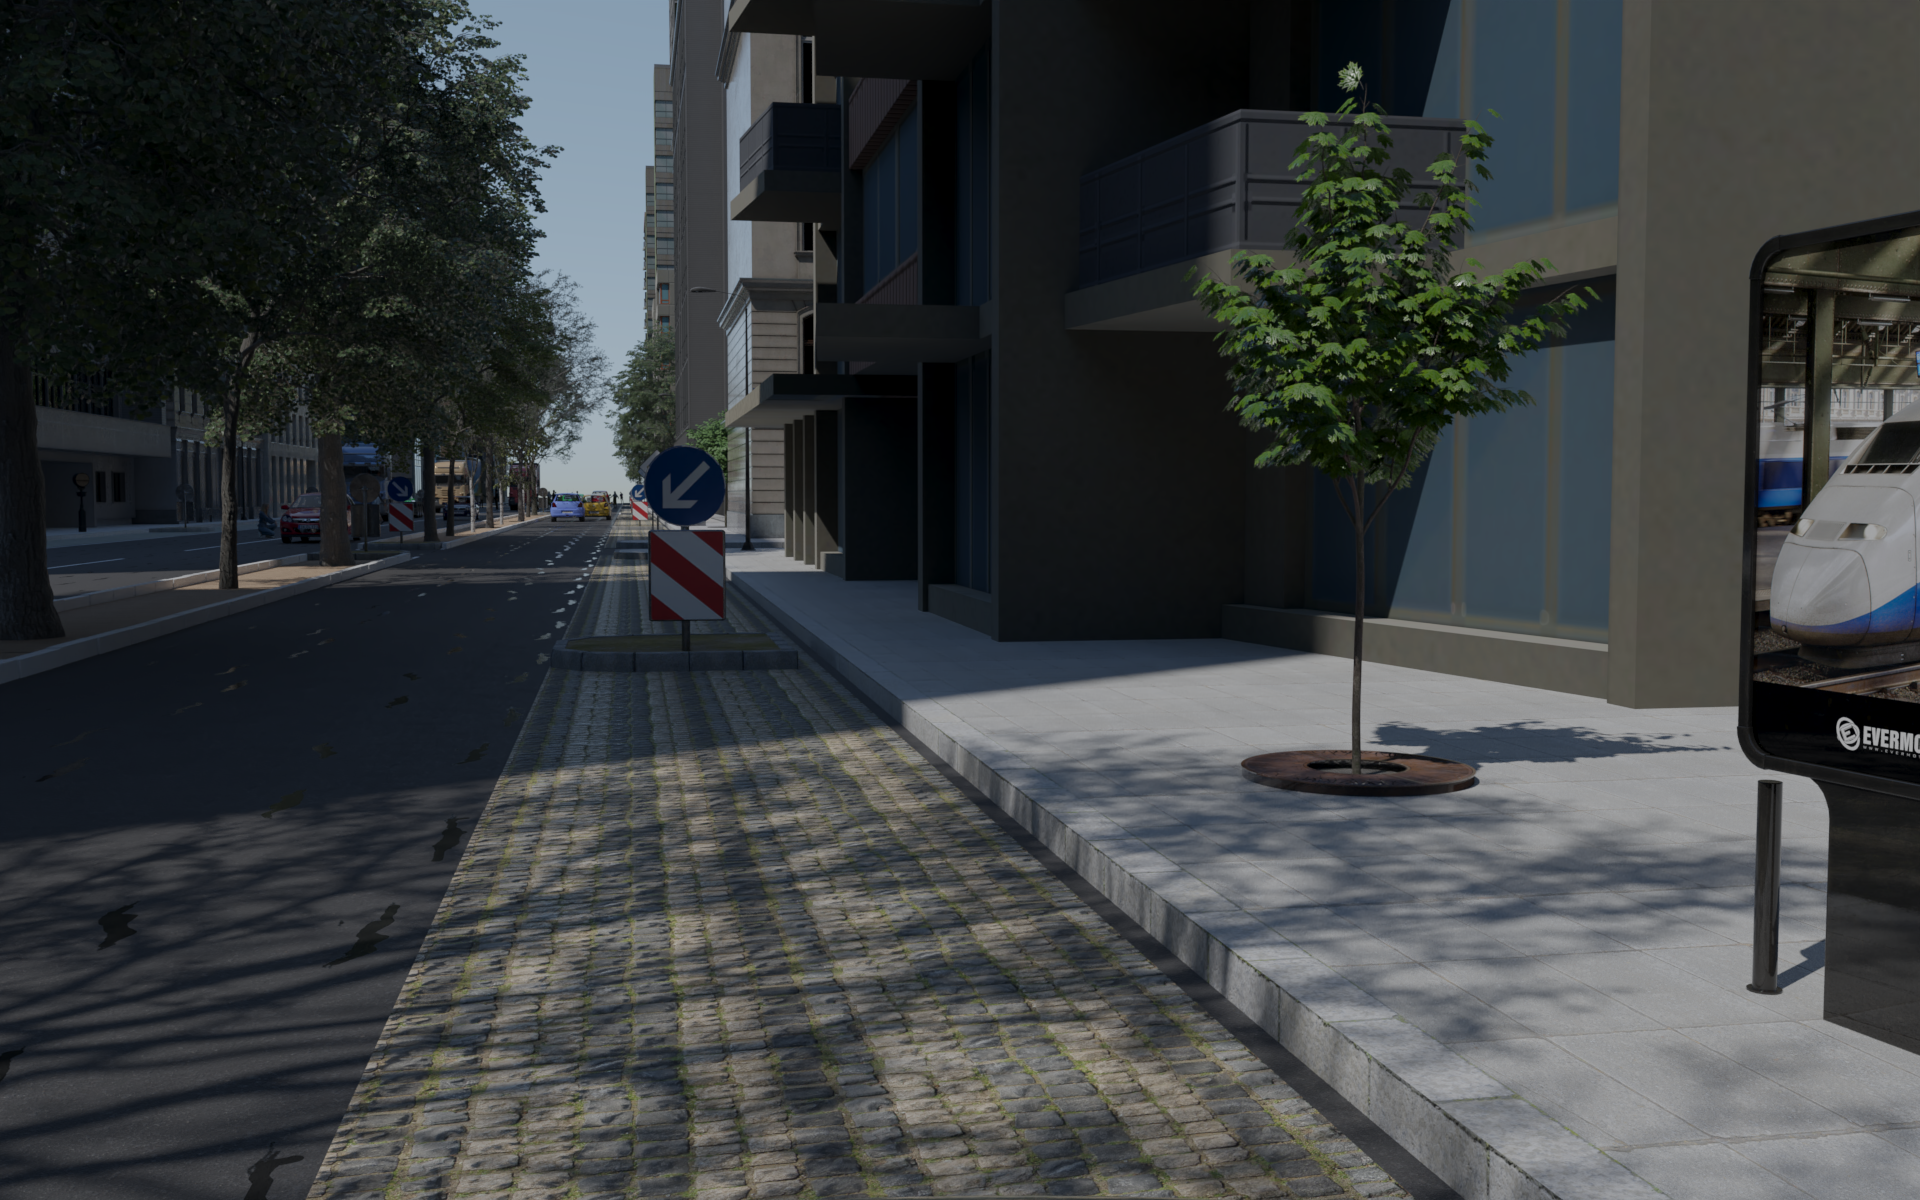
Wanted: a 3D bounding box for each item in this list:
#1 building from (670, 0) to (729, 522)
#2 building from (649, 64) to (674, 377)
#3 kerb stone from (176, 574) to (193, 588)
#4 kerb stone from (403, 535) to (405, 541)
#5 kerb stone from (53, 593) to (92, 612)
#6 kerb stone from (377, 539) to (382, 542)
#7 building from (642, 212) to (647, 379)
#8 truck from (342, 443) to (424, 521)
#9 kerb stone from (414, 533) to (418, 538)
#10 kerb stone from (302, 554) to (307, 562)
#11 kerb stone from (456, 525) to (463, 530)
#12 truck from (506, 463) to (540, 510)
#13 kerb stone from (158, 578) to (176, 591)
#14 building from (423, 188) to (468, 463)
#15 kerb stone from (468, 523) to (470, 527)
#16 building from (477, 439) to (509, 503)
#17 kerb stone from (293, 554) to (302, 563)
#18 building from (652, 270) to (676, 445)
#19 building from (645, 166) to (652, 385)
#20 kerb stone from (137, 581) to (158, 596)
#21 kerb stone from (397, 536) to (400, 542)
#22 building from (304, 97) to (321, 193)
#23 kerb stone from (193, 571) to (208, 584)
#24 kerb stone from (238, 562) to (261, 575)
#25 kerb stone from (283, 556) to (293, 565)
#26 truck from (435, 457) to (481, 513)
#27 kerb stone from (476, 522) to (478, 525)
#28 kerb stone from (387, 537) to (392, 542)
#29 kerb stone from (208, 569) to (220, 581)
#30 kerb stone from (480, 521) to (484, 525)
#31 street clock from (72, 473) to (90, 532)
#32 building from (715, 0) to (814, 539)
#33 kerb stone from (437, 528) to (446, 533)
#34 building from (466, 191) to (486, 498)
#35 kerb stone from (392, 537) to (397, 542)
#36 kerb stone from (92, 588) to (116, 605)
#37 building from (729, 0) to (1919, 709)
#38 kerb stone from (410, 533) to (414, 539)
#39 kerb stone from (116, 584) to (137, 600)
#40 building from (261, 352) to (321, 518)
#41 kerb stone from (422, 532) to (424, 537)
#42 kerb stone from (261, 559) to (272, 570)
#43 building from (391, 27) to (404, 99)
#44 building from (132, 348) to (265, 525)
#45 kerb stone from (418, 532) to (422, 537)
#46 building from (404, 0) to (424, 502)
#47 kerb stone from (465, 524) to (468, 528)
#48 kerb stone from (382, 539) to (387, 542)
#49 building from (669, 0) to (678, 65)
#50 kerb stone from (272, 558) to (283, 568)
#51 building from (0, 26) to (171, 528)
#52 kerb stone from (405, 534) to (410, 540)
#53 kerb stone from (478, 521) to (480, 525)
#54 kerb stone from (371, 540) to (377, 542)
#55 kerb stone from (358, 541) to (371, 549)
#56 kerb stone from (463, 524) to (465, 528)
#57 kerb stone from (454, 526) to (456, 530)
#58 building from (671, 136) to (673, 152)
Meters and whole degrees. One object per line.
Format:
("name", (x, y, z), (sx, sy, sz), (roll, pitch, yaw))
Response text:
("building", (-7.000, -17.959, 87.143), (14.314, 27.812, 24.014), (-1, 4, -11))
("building", (-22.722, -29.728, 169.641), (14.154, 41.232, 14.086), (-1, 4, -11))
("kerb stone", (-12.024, -0.264, 26.640), (0.120, 0.150, 1.000), (-1, 4, -11))
("kerb stone", (-16.961, -1.844, 52.339), (0.120, 0.150, 1.000), (-1, 4, -11))
("kerb stone", (-11.074, 0.048, 21.601), (0.120, 0.150, 1.000), (-1, 4, -11))
("kerb stone", (-15.996, -1.531, 47.305), (0.120, 0.150, 1.000), (-1, 4, -11))
("building", (-36.997, -37.300, 264.472), (22.147, 44.769, 28.867), (-1, 4, -11))
("truck", (-32.257, -6.544, 96.759), (2.967, 4.110, 18.799), (-1, 4, -11))
("kerb stone", (-17.534, -2.026, 55.367), (0.120, 0.150, 1.000), (-1, 4, -11))
("kerb stone", (-13.961, -0.888, 36.711), (0.120, 0.150, 1.000), (-1, 4, -11))
("kerb stone", (-20.435, -2.948, 70.472), (0.120, 0.150, 1.000), (-1, 4, -11))
("truck", (-39.363, -10.256, 156.604), (2.839, 4.237, 11.283), (-1, 4, -12))
("kerb stone", (-11.838, -0.209, 25.634), (0.120, 0.150, 1.000), (-1, 4, -11))
("building", (-66.156, -33.915, 204.614), (14.600, 45.320, 14.200), (-1, 4, -11))
("kerb stone", (-21.011, -3.135, 73.492), (0.120, 0.150, 1.000), (-1, 4, -11))
("building", (-81.511, -25.010, 253.945), (27.650, 21.520, 28.899), (-1, 4, -11))
("kerb stone", (-13.776, -0.826, 35.702), (0.120, 0.150, 1.000), (-1, 4, -11))
("building", (-12.424, -18.675, 150.368), (27.650, 21.520, 28.899), (-1, 4, -11))
("building", (-32.511, -32.761, 219.229), (14.154, 41.232, 14.086), (-1, 4, -11))
("kerb stone", (-11.643, -0.148, 24.621), (0.120, 0.150, 1.000), (-1, 4, -11))
("kerb stone", (-16.769, -1.782, 51.332), (0.120, 0.150, 1.000), (-1, 4, -11))
("building", (-59.916, -26.537, 125.759), (32.217, 40.220, 23.993), (-1, 4, -11))
("kerb stone", (-12.223, -0.333, 27.642), (0.120, 0.150, 1.000), (-1, 4, -11))
("kerb stone", (-12.998, -0.579, 31.663), (0.120, 0.150, 1.000), (-1, 4, -11))
("kerb stone", (-13.580, -0.761, 34.694), (0.120, 0.150, 1.000), (-1, 4, -11))
("truck", (-38.779, -8.843, 133.488), (2.839, 4.237, 11.283), (-1, 4, -9))
("kerb stone", (-21.782, -3.383, 77.508), (0.120, 0.150, 1.000), (-1, 4, -11))
("kerb stone", (-16.378, -1.656, 49.320), (0.120, 0.150, 1.000), (-1, 4, -11))
("kerb stone", (-12.411, -0.395, 28.647), (0.120, 0.150, 1.000), (-1, 4, -11))
("kerb stone", (-22.359, -3.568, 80.534), (0.120, 0.150, 1.000), (-1, 4, -11))
("street clock", (-29.592, -3.289, 58.350), (0.358, 2.002, 0.471), (3, 4, 37))
("building", (9.625, -14.574, 57.362), (34.723, 24.649, 14.460), (-1, 4, -11))
("kerb stone", (-19.283, -2.584, 64.441), (0.120, 0.150, 1.000), (-1, 4, -11))
("building", (-73.724, -34.899, 225.218), (22.147, 44.769, 28.867), (-1, 4, -11))
("kerb stone", (-16.571, -1.717, 50.324), (0.120, 0.150, 1.000), (-1, 4, -11))
("kerb stone", (-11.261, -0.025, 22.606), (0.120, 0.150, 1.000), (-1, 4, -11))
("building", (8.216, -22.567, 23.593), (22.147, 44.769, 28.867), (-1, 4, -11))
("kerb stone", (-17.346, -1.967, 54.356), (0.120, 0.150, 1.000), (-1, 4, -11))
("kerb stone", (-11.454, -0.086, 23.610), (0.120, 0.150, 1.000), (-1, 4, -11))
("building", (-42.946, -14.858, 97.681), (10.420, 20.320, 16.860), (-1, 4, -11))
("kerb stone", (-17.926, -2.152, 57.385), (0.120, 0.150, 1.000), (-1, 4, -11))
("kerb stone", (-13.189, -0.641, 32.671), (0.120, 0.150, 1.000), (-1, 4, -11))
("building", (-54.747, -30.357, 146.451), (14.600, 45.320, 14.200), (-1, 4, -11))
("building", (-39.314, -14.150, 80.505), (9.793, 20.994, 18.267), (-1, 4, -11))
("kerb stone", (-17.733, -2.090, 56.375), (0.120, 0.150, 1.000), (-1, 4, -11))
("building", (-63.100, -52.240, 166.799), (22.319, 86.520, 31.000), (-1, 4, -11))
("kerb stone", (-20.816, -3.075, 72.488), (0.120, 0.150, 1.000), (-1, 4, -11))
("kerb stone", (-16.184, -1.597, 48.309), (0.120, 0.150, 1.000), (-1, 4, -11))
("building", (-22.770, -45.755, 186.347), (20.563, 71.187, 20.611), (-1, 4, -11))
("kerb stone", (-13.387, -0.703, 33.690), (0.120, 0.150, 1.000), (-1, 4, -11))
("building", (-37.160, -14.507, 56.250), (14.314, 24.678, 30.058), (-1, 4, -11))
("kerb stone", (-17.152, -1.905, 53.353), (0.120, 0.150, 1.000), (-1, 4, -11))
("kerb stone", (-21.984, -3.441, 78.524), (0.120, 0.150, 1.000), (-1, 4, -11))
("kerb stone", (-15.801, -1.465, 46.298), (0.120, 0.150, 1.000), (-1, 4, -11))
("kerb stone", (-15.612, -1.412, 45.290), (0.120, 0.150, 1.000), (-1, 4, -11))
("kerb stone", (-20.630, -3.013, 71.480), (0.120, 0.150, 1.000), (-1, 4, -11))
("kerb stone", (-19.855, -2.768, 67.459), (0.120, 0.150, 1.000), (-1, 4, -11))
("building", (-10.985, -19.764, 110.529), (14.401, 28.519, 23.554), (-1, 4, -11))
